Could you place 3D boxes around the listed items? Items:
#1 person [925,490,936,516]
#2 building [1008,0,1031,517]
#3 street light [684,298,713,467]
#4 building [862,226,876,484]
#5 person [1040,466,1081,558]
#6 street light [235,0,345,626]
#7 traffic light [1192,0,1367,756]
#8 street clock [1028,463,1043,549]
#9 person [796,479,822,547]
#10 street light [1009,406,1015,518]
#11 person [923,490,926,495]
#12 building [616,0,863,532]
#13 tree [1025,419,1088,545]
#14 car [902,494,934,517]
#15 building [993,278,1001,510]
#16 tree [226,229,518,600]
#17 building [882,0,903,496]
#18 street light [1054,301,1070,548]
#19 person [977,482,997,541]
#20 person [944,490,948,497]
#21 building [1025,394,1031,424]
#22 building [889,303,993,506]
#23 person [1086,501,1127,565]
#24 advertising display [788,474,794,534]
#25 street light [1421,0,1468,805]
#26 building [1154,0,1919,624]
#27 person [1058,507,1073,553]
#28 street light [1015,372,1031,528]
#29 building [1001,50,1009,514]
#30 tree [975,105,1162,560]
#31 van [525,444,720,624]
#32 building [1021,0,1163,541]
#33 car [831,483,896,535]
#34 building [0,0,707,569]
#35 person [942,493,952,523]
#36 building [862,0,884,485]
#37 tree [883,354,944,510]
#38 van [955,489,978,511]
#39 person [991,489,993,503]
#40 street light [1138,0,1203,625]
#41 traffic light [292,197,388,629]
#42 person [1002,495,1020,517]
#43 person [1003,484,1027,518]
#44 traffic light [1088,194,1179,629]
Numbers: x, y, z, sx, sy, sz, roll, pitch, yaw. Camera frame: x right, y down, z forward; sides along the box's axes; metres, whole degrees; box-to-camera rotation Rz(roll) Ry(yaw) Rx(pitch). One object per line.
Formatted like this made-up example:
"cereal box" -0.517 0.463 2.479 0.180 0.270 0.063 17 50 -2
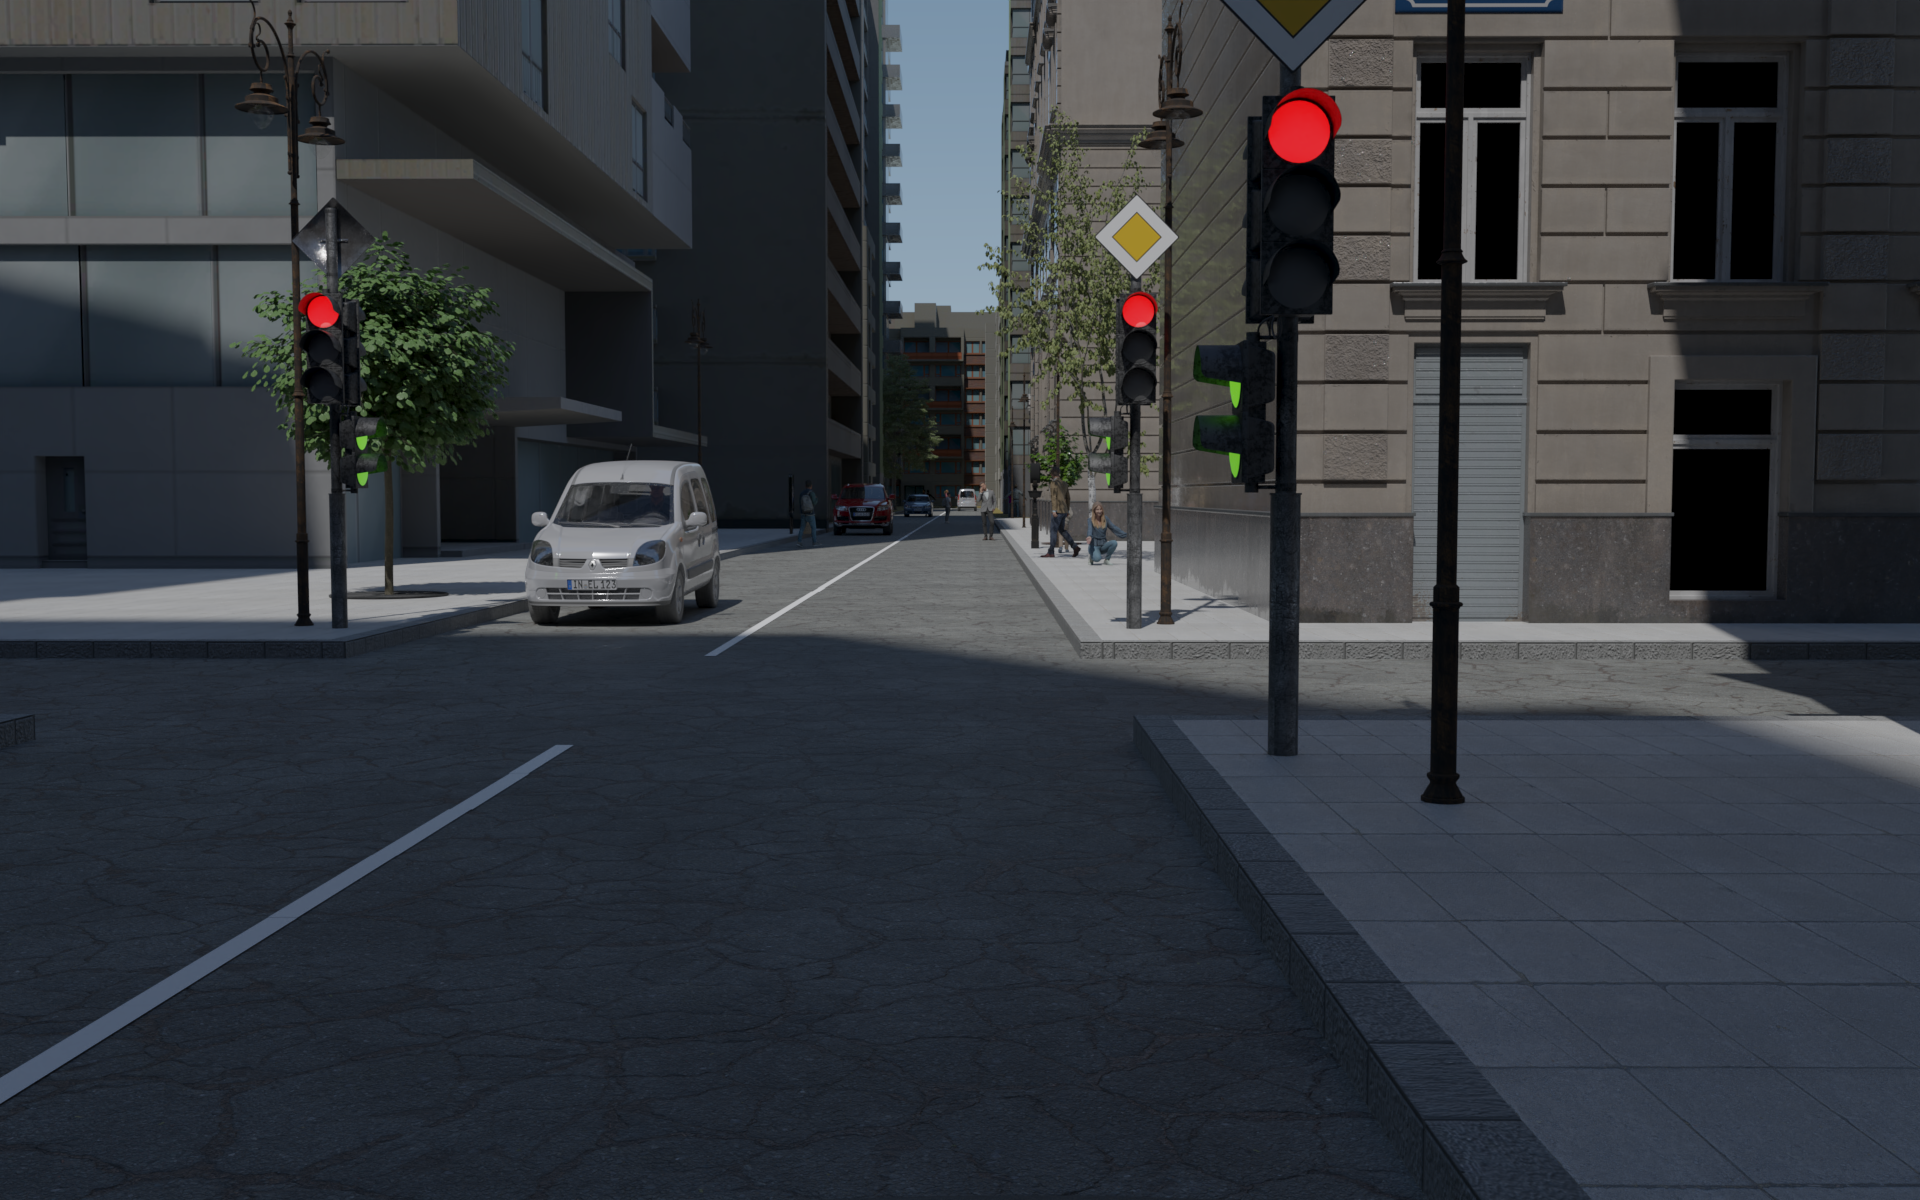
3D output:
"person" -2.124 -6.362 113.346 1.217 1.723 0.721 -1 4 -19
"building" 9.832 -25.559 101.479 14.154 41.232 14.086 0 4 0
"street light" -6.182 -4.179 41.111 0.468 5.910 1.993 0 4 0
"building" -19.843 -15.983 106.359 27.650 21.520 28.899 0 4 0
"person" 2.032 -1.775 34.982 0.836 1.842 0.656 0 4 2
"street light" -6.396 -2.686 16.709 0.468 5.910 1.993 0 4 0
"traffic light" 1.573 -1.193 8.428 0.839 4.253 0.868 0 4 0
"street clock" 1.767 -2.211 40.713 0.358 2.002 0.471 0 4 5
"person" -4.112 -2.332 46.616 0.713 1.824 0.794 -3 4 -36
"street light" 2.748 -7.229 90.974 0.468 5.910 1.993 0 4 0
"person" -3.152 -8.698 150.675 0.705 1.831 1.348 -2 4 -29
"building" -15.470 -27.479 72.991 21.300 48.544 21.600 0 4 0
"tree" 2.435 -3.016 43.920 1.663 3.219 1.824 0 3 0
"car" -2.601 -5.939 109.101 2.014 1.417 4.499 0 4 1
"building" 17.132 -18.856 153.335 27.650 21.520 28.899 0 4 0
"tree" -7.236 -2.315 21.561 4.285 4.588 4.351 0 3 0
"building" -20.567 -32.778 155.535 30.456 49.044 23.786 0 4 0
"street light" 2.330 -4.182 41.167 0.468 5.910 1.993 0 4 0
"person" 0.837 -2.742 53.509 0.592 1.802 0.473 1 4 18
"person" -0.905 -7.539 132.484 0.721 1.743 1.217 0 4 -6
"building" 10.174 -18.073 81.396 13.634 28.700 20.117 0 4 0
"building" -2.800 -21.018 188.684 28.899 21.520 27.650 0 4 0
"person" 2.645 -1.204 31.222 1.012 1.151 0.738 -1 4 -14
"advertising display" -5.439 -3.098 55.860 0.123 1.923 0.974 0 4 -2
"street light" 2.018 -2.096 7.061 0.468 5.910 1.993 0 4 0
"building" 15.277 -13.739 21.901 25.104 27.353 12.463 0 4 0
"person" 2.227 -1.671 37.632 0.475 1.303 0.640 0 4 8
"street light" 2.435 -5.686 65.760 0.468 5.910 1.993 0 4 0
"building" 9.891 -21.092 116.548 14.160 30.474 14.107 0 4 0
"tree" 2.452 -5.042 32.794 4.737 8.622 4.395 0 3 0
"van" -3.899 -0.822 20.456 2.013 2.044 4.112 0 4 1
"building" 8.403 -15.969 58.359 12.463 27.353 25.104 0 4 0
"car" -3.425 -3.249 61.789 2.281 1.827 5.304 0 4 -1
"building" -21.539 -27.596 40.426 28.713 52.752 27.495 0 4 0
"person" -0.639 -4.591 86.151 0.503 1.515 0.523 1 4 14
"building" -13.035 -27.129 127.152 14.154 41.232 14.086 0 4 0
"tree" -5.204 -13.556 139.761 7.486 12.596 7.792 0 3 0
"van" 0.606 -8.484 145.720 2.013 2.044 4.112 0 4 1
"person" 2.880 -9.287 158.805 0.541 1.710 0.530 0 4 4
"street light" 2.028 -2.698 16.902 0.468 5.910 1.993 0 4 0
"traffic light" -5.920 -1.684 16.461 0.839 4.253 0.868 0 4 0
"person" 2.809 -5.248 95.070 0.991 1.433 0.599 0 4 7
"person" 2.988 -5.340 93.427 1.350 1.814 0.705 -1 4 -13
"traffic light" 1.642 -1.681 16.413 0.839 4.253 0.868 0 4 0
